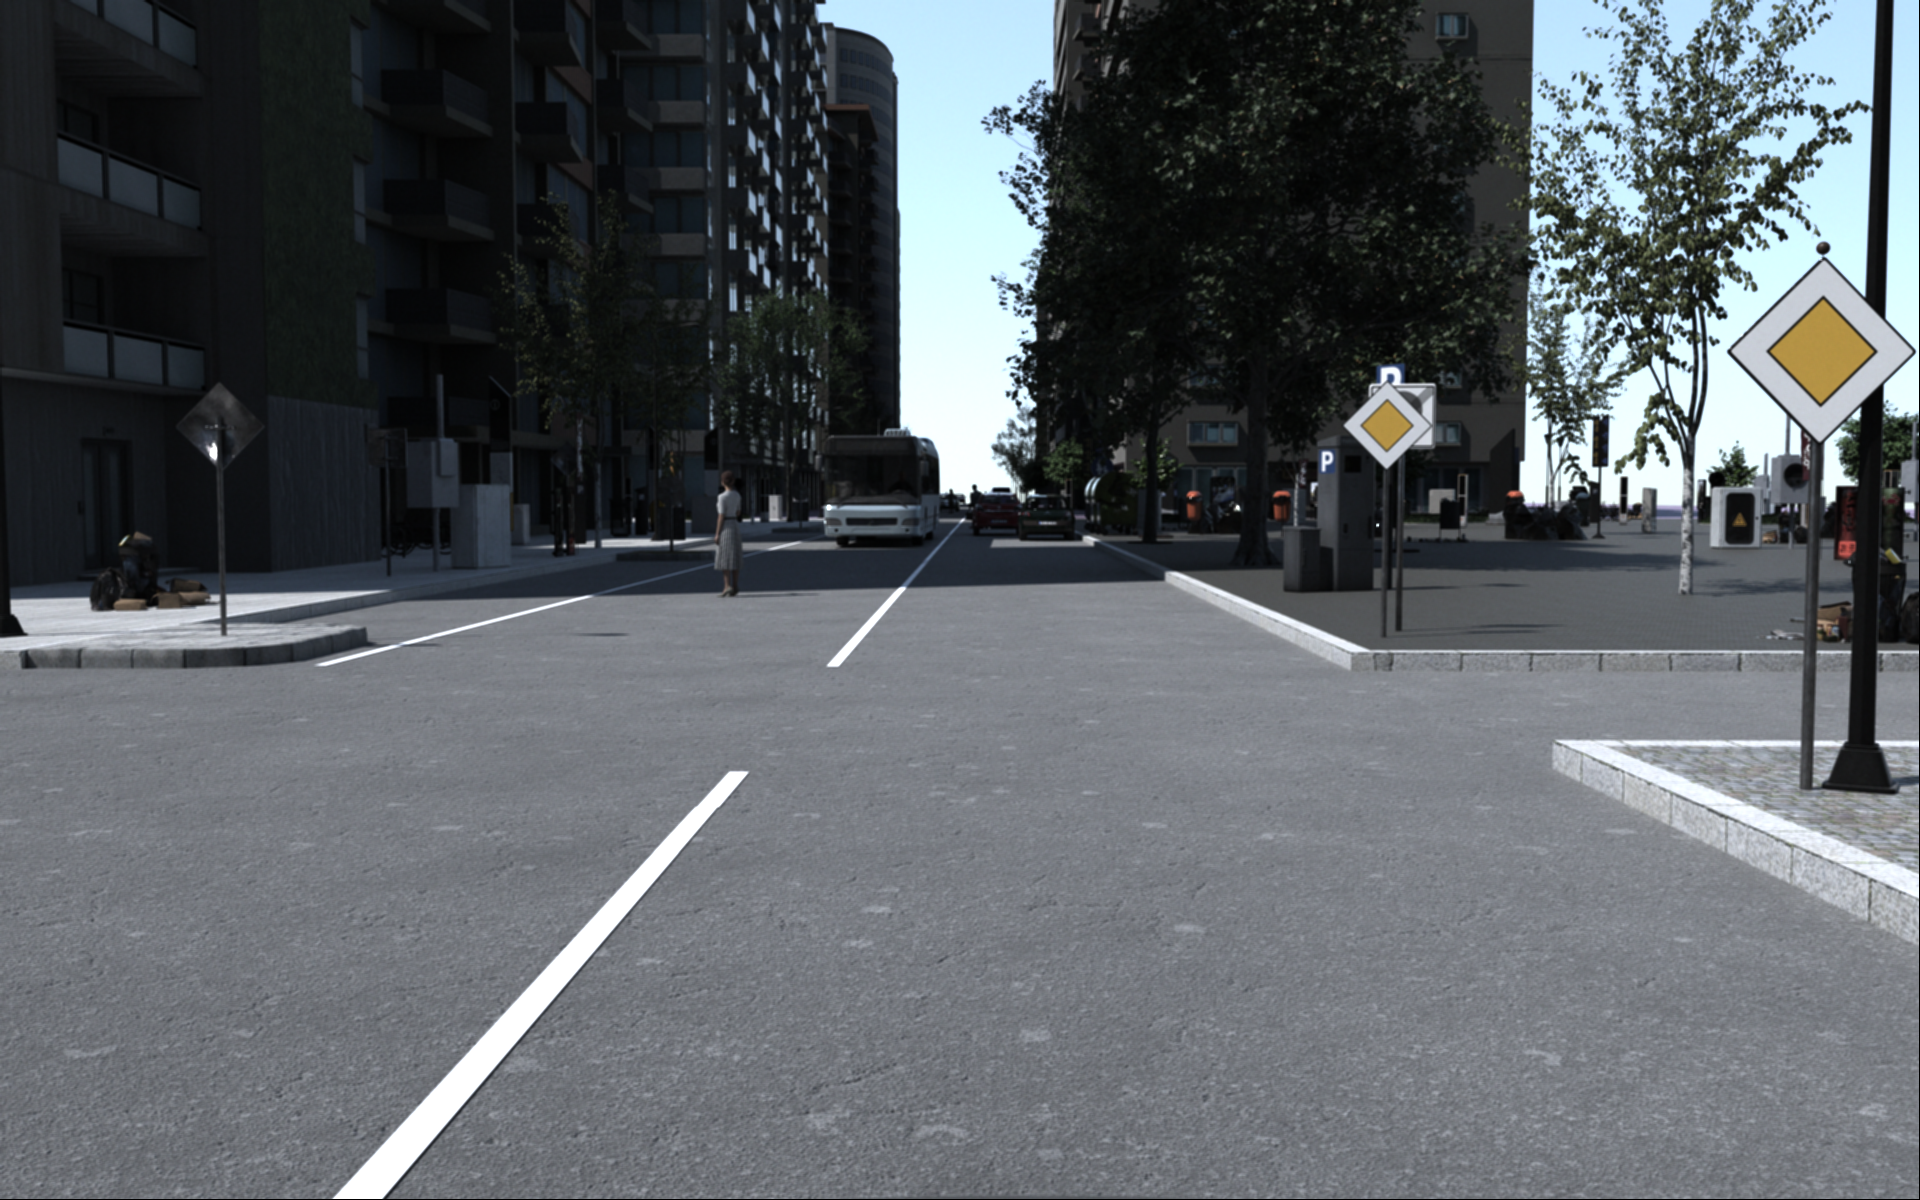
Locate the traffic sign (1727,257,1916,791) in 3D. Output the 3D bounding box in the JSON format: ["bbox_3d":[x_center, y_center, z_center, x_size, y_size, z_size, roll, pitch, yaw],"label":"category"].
[{"bbox_3d":[3.667,-0.233,7.449,0.795,2.450,0.064,0,4,1],"label":"traffic sign"}]

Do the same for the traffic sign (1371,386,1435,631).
[{"bbox_3d":[4.104,-0.857,16.139,0.606,2.300,0.079,0,4,7],"label":"traffic sign"}]

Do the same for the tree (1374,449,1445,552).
[{"bbox_3d":[9.654,-2.689,38.570,1.663,3.219,1.824,0,3,0],"label":"tree"}]

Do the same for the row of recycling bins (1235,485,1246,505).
[{"bbox_3d":[13.545,-4.743,84.661,1.069,1.692,3.534,0,4,3],"label":"row of recycling bins"}]

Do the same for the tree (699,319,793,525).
[{"bbox_3d":[-8.730,-7.454,72.239,4.360,8.622,3.978,0,3,0],"label":"tree"}]

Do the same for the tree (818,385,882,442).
[{"bbox_3d":[-7.250,-9.773,110.154,4.360,8.622,3.978,0,3,0],"label":"tree"}]

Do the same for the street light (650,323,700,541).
[{"bbox_3d":[-7.747,-4.565,47.171,1.470,5.913,1.316,0,4,1],"label":"street light"}]

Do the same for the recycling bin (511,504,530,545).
[{"bbox_3d":[-11.241,-1.896,43.553,0.722,1.027,0.722,0,4,-4],"label":"recycling bin"}]

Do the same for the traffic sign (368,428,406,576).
[{"bbox_3d":[-8.919,-1.521,26.994,0.606,2.300,0.079,0,4,3],"label":"traffic sign"}]

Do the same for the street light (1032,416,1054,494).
[{"bbox_3d":[4.987,-7.983,103.055,1.470,5.913,1.316,0,4,1],"label":"street light"}]

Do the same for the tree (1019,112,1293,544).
[{"bbox_3d":[5.043,-7.267,44.566,9.928,11.665,9.643,0,3,0],"label":"tree"}]

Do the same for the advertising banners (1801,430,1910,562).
[{"bbox_3d":[17.229,-2.281,33.476,0.090,3.025,2.074,-3,5,-44],"label":"advertising banners"}]

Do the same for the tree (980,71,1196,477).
[{"bbox_3d":[7.126,-13.444,75.701,12.611,20.169,13.585,0,3,0],"label":"tree"}]

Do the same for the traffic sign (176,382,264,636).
[{"bbox_3d":[-6.657,-0.732,15.608,0.795,2.450,0.064,0,4,1],"label":"traffic sign"}]

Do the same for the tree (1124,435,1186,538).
[{"bbox_3d":[5.741,-3.441,50.864,1.663,3.219,1.824,0,3,0],"label":"tree"}]

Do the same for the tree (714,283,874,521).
[{"bbox_3d":[-8.187,-9.697,84.300,9.928,11.665,9.643,0,3,0],"label":"tree"}]

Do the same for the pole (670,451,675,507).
[{"bbox_3d":[-13.654,-5.409,82.285,0.158,3.312,0.155,0,3,0],"label":"pole"}]

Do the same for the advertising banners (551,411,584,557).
[{"bbox_3d":[-8.129,-2.437,36.028,0.090,3.025,2.074,0,4,5],"label":"advertising banners"}]

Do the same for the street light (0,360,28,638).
[{"bbox_3d":[-8.084,-2.624,15.447,1.470,5.913,1.316,0,4,1],"label":"street light"}]

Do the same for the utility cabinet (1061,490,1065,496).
[{"bbox_3d":[5.362,-4.900,88.786,0.318,1.500,1.173,0,4,-3],"label":"utility cabinet"}]

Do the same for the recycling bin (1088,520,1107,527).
[{"bbox_3d":[5.451,-3.430,68.632,0.722,1.027,0.722,0,4,-2],"label":"recycling bin"}]

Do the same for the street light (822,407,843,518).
[{"bbox_3d":[-6.923,-7.346,92.649,1.470,5.913,1.316,0,4,1],"label":"street light"}]

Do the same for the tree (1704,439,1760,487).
[{"bbox_3d":[27.593,-4.089,61.451,1.663,3.219,1.824,0,3,0],"label":"tree"}]

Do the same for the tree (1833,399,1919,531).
[{"bbox_3d":[31.887,-4.659,59.892,4.285,4.588,4.351,0,3,0],"label":"tree"}]

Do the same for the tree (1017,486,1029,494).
[{"bbox_3d":[8.205,-13.498,215.287,1.663,3.219,1.824,0,3,0],"label":"tree"}]

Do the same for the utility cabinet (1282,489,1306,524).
[{"bbox_3d":[14.232,-3.981,73.771,1.173,1.500,0.318,-3,4,-37],"label":"utility cabinet"}]

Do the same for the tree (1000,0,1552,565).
[{"bbox_3d":[5.491,-6.986,31.222,9.611,12.733,9.660,0,3,0],"label":"tree"}]

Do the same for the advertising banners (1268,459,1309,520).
[{"bbox_3d":[16.300,-5.489,85.940,2.074,3.025,0.090,0,4,-8],"label":"advertising banners"}]

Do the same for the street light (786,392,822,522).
[{"bbox_3d":[-7.229,-6.505,78.892,1.470,5.913,1.316,0,4,1],"label":"street light"}]

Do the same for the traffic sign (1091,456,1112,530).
[{"bbox_3d":[4.780,-3.557,58.260,0.768,2.556,0.104,0,4,6],"label":"traffic sign"}]

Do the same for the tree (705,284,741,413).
[{"bbox_3d":[-8.872,-6.279,53.028,4.737,8.622,4.395,0,3,0],"label":"tree"}]

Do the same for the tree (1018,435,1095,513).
[{"bbox_3d":[6.302,-6.849,95.701,4.285,4.588,4.351,0,3,0],"label":"tree"}]

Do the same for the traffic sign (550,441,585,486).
[{"bbox_3d":[-8.528,-2.229,37.630,0.795,2.450,0.064,1,4,10],"label":"traffic sign"}]

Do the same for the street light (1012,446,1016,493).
[{"bbox_3d":[5.782,-11.899,167.087,1.470,5.913,1.316,0,4,1],"label":"street light"}]

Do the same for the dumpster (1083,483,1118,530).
[{"bbox_3d":[5.068,-3.426,61.768,1.264,1.857,1.865,0,4,1],"label":"dumpster"}]

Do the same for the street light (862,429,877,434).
[{"bbox_3d":[-6.482,-9.286,124.371,1.470,5.913,1.316,0,4,1],"label":"street light"}]

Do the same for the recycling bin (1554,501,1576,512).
[{"bbox_3d":[22.450,-3.172,64.417,0.722,1.027,0.722,0,4,2],"label":"recycling bin"}]

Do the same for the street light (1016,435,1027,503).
[{"bbox_3d":[5.356,-9.959,135.364,1.470,5.913,1.316,0,4,1],"label":"street light"}]

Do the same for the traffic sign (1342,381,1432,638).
[{"bbox_3d":[3.786,-0.721,15.433,0.795,2.450,0.064,0,4,1],"label":"traffic sign"}]

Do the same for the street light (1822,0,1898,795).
[{"bbox_3d":[3.392,-2.132,7.403,1.470,5.913,1.316,0,4,1],"label":"street light"}]

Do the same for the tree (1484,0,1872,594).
[{"bbox_3d":[9.116,-4.388,22.106,4.737,8.622,4.395,0,3,0],"label":"tree"}]

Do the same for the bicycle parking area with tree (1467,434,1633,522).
[{"bbox_3d":[29.068,-6.009,85.242,9.016,4.147,8.231,3,4,38],"label":"bicycle parking area with tree"}]

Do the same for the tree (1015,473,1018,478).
[{"bbox_3d":[6.538,-10.255,151.381,4.285,4.588,4.351,0,3,0],"label":"tree"}]

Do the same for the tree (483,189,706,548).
[{"bbox_3d":[-8.885,-5.550,41.111,4.737,8.622,4.395,0,3,0],"label":"tree"}]

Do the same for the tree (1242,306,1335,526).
[{"bbox_3d":[12.402,-6.939,63.813,4.360,8.622,3.978,0,3,0],"label":"tree"}]

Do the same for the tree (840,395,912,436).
[{"bbox_3d":[-7.588,-13.905,161.754,8.767,10.594,7.601,-1,4,-10],"label":"tree"}]
